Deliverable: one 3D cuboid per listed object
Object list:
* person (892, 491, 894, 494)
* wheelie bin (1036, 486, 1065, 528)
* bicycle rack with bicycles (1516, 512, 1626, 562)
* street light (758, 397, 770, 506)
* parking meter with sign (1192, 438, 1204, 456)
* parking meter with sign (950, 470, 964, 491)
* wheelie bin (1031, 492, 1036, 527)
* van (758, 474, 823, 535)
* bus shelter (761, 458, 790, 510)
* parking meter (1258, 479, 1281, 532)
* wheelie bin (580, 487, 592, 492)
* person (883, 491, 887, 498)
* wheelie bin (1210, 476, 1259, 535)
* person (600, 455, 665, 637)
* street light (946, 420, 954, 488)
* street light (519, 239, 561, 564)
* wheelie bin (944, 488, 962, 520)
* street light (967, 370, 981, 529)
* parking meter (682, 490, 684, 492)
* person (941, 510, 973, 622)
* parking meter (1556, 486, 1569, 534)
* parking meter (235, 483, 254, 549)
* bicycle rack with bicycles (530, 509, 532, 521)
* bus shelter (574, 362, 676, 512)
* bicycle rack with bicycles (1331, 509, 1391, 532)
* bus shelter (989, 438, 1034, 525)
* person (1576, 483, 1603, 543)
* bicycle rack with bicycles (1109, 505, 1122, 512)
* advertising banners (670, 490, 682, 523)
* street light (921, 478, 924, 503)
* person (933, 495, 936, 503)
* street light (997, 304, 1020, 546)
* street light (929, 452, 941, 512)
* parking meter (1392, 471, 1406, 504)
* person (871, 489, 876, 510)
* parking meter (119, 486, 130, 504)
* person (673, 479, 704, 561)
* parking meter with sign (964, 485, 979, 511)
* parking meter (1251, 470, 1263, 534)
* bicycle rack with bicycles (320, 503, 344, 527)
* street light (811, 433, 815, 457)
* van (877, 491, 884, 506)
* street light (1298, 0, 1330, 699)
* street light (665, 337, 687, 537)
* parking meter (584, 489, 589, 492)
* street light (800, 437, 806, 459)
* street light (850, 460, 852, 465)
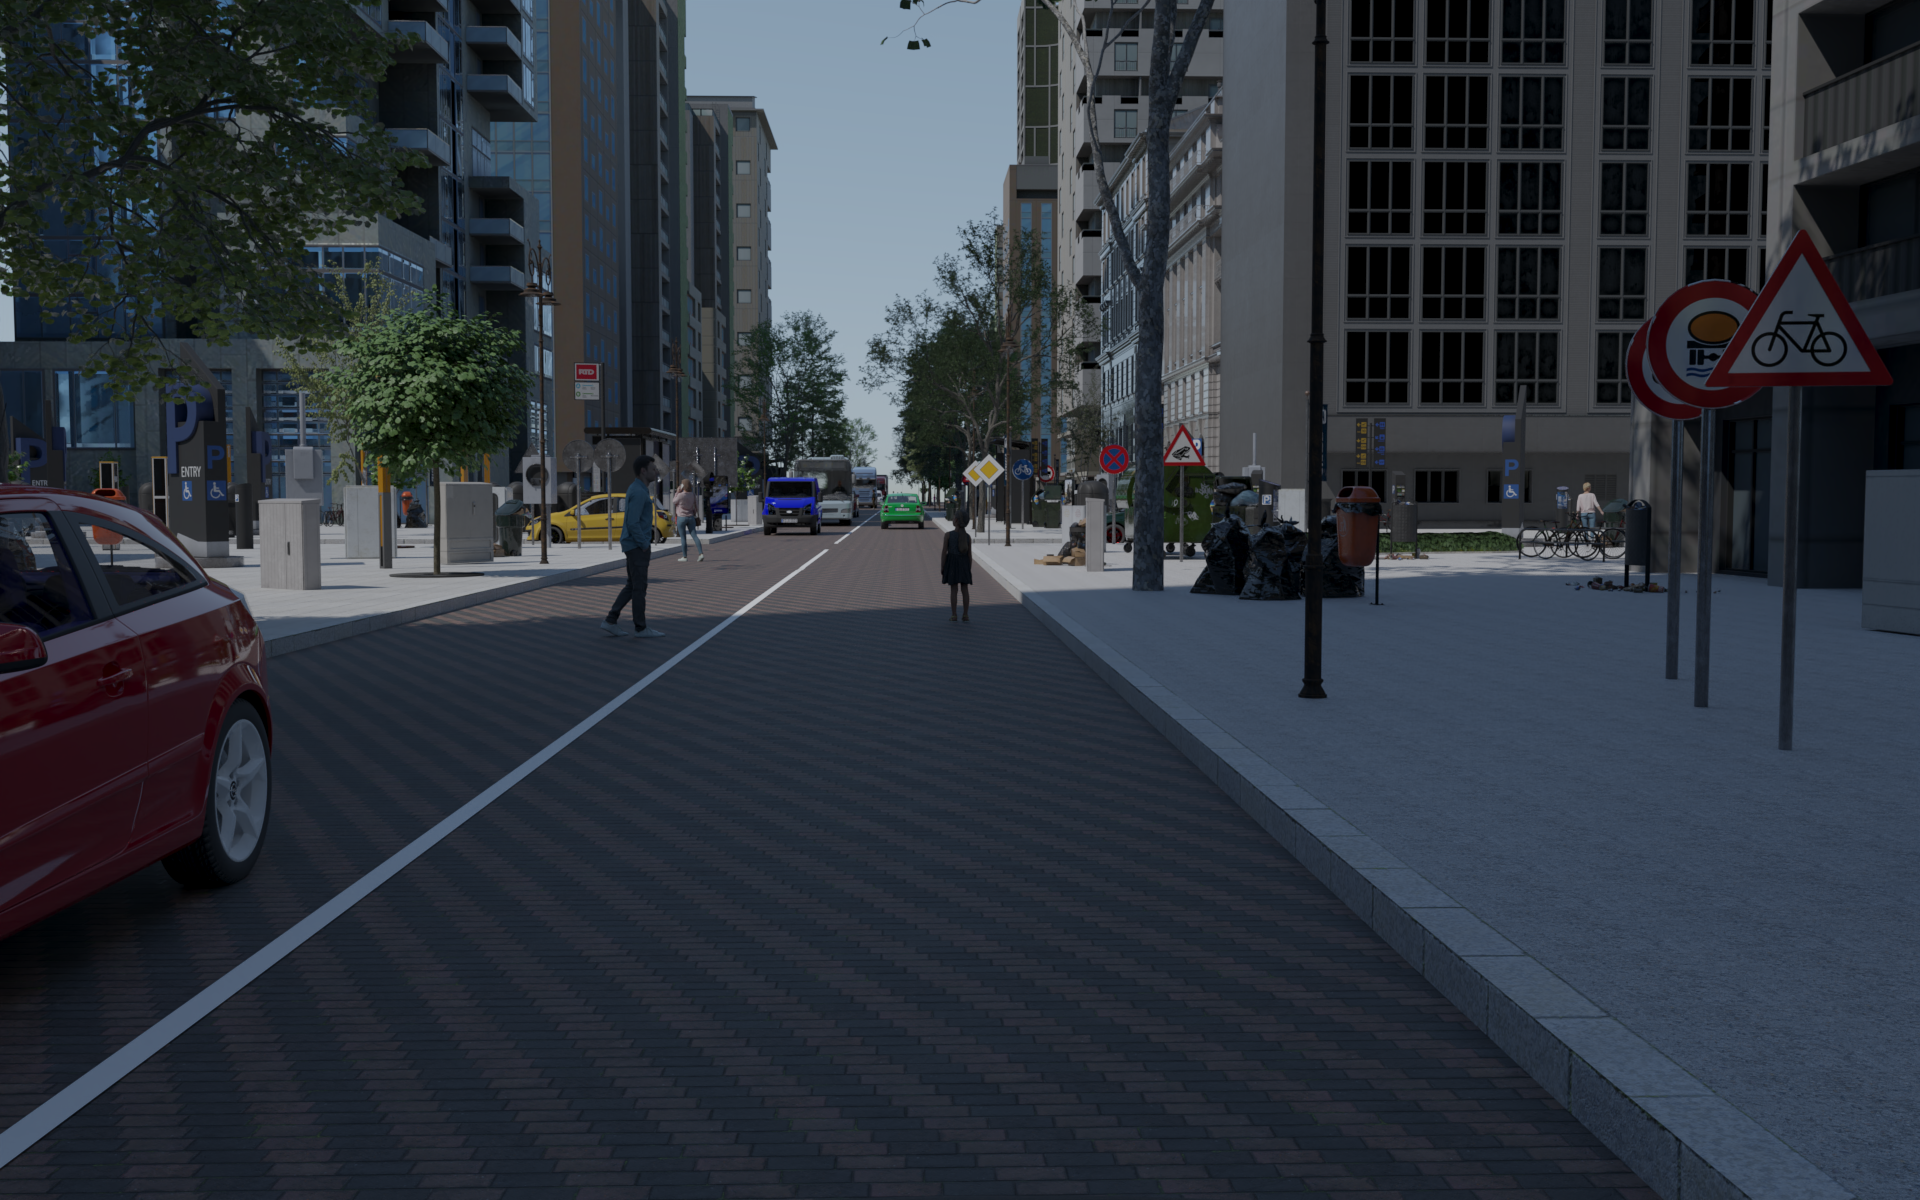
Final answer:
[{"bbox_3d":[-8.576,-13.159,223.628,0.705,1.826,1.348,-1,4,-21],"label":"person"},{"bbox_3d":[3.438,-3.479,64.783,0.980,1.594,0.693,0,4,3],"label":"wheelie bin"},{"bbox_3d":[12.222,-1.267,34.092,2.852,0.926,2.925,-3,5,-40],"label":"bicycle rack with bicycles"},{"bbox_3d":[-9.336,-6.731,82.837,0.468,5.910,1.993,0,4,-2],"label":"street light"},{"bbox_3d":[6.716,-3.531,53.989,1.738,3.016,0.543,-2,4,-27],"label":"parking meter with sign"},{"bbox_3d":[0.099,-7.972,126.596,1.738,3.016,0.543,0,4,6],"label":"parking meter with sign"},{"bbox_3d":[3.096,-3.625,67.169,0.693,1.594,0.980,0,4,2],"label":"wheelie bin"},{"bbox_3d":[-5.968,-3.518,61.896,2.240,2.365,5.245,0,4,-3],"label":"van"},{"bbox_3d":[-12.439,-7.631,116.055,1.731,3.624,6.357,0,4,-2],"label":"bus shelter"},{"bbox_3d":[5.188,-1.261,29.035,0.372,1.533,0.369,0,3,0],"label":"parking meter"},{"bbox_3d":[-16.204,-3.995,73.224,0.980,1.594,0.693,1,4,11],"label":"wheelie bin"},{"bbox_3d":[-10.112,-13.925,236.132,0.705,1.831,1.348,-3,4,-39],"label":"person"},{"bbox_3d":[4.824,-1.378,30.435,0.980,1.594,0.693,2,4,25],"label":"wheelie bin"},{"bbox_3d":[-3.298,-0.543,17.391,0.620,1.820,0.660,-1,4,-19],"label":"person"},{"bbox_3d":[-0.554,-7.438,94.403,0.468,5.910,1.993,0,4,-2],"label":"street light"},{"bbox_3d":[-7.635,-3.599,31.631,0.468,5.910,1.993,0,4,-2],"label":"street light"},{"bbox_3d":[-0.340,-4.740,85.406,0.693,1.594,0.980,-2,4,-34],"label":"wheelie bin"},{"bbox_3d":[0.503,-5.496,62.643,0.468,5.910,1.993,0,4,-2],"label":"street light"},{"bbox_3d":[-13.192,-4.749,83.360,0.399,1.863,0.255,1,4,20],"label":"parking meter"},{"bbox_3d":[-0.038,-0.384,19.445,0.362,1.253,0.373,-1,4,-11],"label":"person"},{"bbox_3d":[19.497,-2.915,56.074,0.372,1.533,0.369,0,3,0],"label":"parking meter"},{"bbox_3d":[-16.690,-1.956,40.392,0.372,1.533,0.369,0,3,0],"label":"parking meter"},{"bbox_3d":[-14.910,-2.942,61.484,2.925,0.926,2.852,1,4,10],"label":"bicycle rack with bicycles"},{"bbox_3d":[-10.757,-4.769,55.598,2.179,5.291,8.768,0,4,-2],"label":"bus shelter"},{"bbox_3d":[13.152,-2.770,58.664,2.852,0.926,2.925,-3,5,-42],"label":"bicycle rack with bicycles"},{"bbox_3d":[2.227,-5.148,75.460,1.731,3.624,6.357,0,4,-2],"label":"bus shelter"},{"bbox_3d":[17.149,-2.317,47.059,0.731,1.740,0.598,1,4,16],"label":"person"},{"bbox_3d":[7.055,-4.277,83.313,2.925,0.926,2.852,0,4,7],"label":"bicycle rack with bicycles"},{"bbox_3d":[-11.308,-4.470,69.275,2.074,3.025,0.090,2,4,35],"label":"advertising banners"},{"bbox_3d":[-4.034,-14.018,201.987,0.468,5.910,1.993,0,4,-2],"label":"street light"},{"bbox_3d":[-3.128,-11.968,207.399,0.599,1.433,0.991,2,4,35],"label":"person"},{"bbox_3d":[1.177,-4.253,42.328,0.468,5.910,1.993,0,4,-2],"label":"street light"},{"bbox_3d":[-2.004,-10.134,138.485,0.468,5.910,1.993,0,4,-2],"label":"street light"},{"bbox_3d":[11.138,-2.342,44.008,0.255,1.863,0.399,0,4,-2],"label":"parking meter"},{"bbox_3d":[-8.047,-9.349,160.986,0.705,1.869,1.348,-1,4,-9],"label":"person"},{"bbox_3d":[-25.264,-2.683,52.283,0.372,1.533,0.369,0,3,0],"label":"parking meter"},{"bbox_3d":[-5.736,-1.696,36.813,0.593,1.750,0.643,-3,4,-38],"label":"person"},{"bbox_3d":[1.301,-7.008,110.848,1.738,3.016,0.543,1,4,11],"label":"parking meter with sign"},{"bbox_3d":[7.174,-2.212,41.877,0.255,1.863,0.399,1,4,17],"label":"parking meter"},{"bbox_3d":[-25.319,-3.410,69.143,2.852,0.926,2.925,1,4,16],"label":"bicycle rack with bicycles"},{"bbox_3d":[-10.808,-9.475,127.697,0.468,5.910,1.993,0,4,-2],"label":"street light"},{"bbox_3d":[-10.366,-12.653,213.890,2.013,2.044,4.112,0,4,-2],"label":"van"},{"bbox_3d":[2.227,-2.323,10.762,0.468,5.910,1.993,0,4,-2],"label":"street light"},{"bbox_3d":[-8.365,-4.800,51.268,0.468,5.910,1.993,0,4,-2],"label":"street light"},{"bbox_3d":[-19.571,-5.028,90.621,0.372,1.533,0.369,0,3,0],"label":"parking meter"},{"bbox_3d":[-10.396,-8.663,114.435,0.468,5.910,1.993,0,4,-2],"label":"street light"},{"bbox_3d":[-13.395,-14.594,211.391,0.468,5.910,1.993,0,4,-2],"label":"street light"}]
